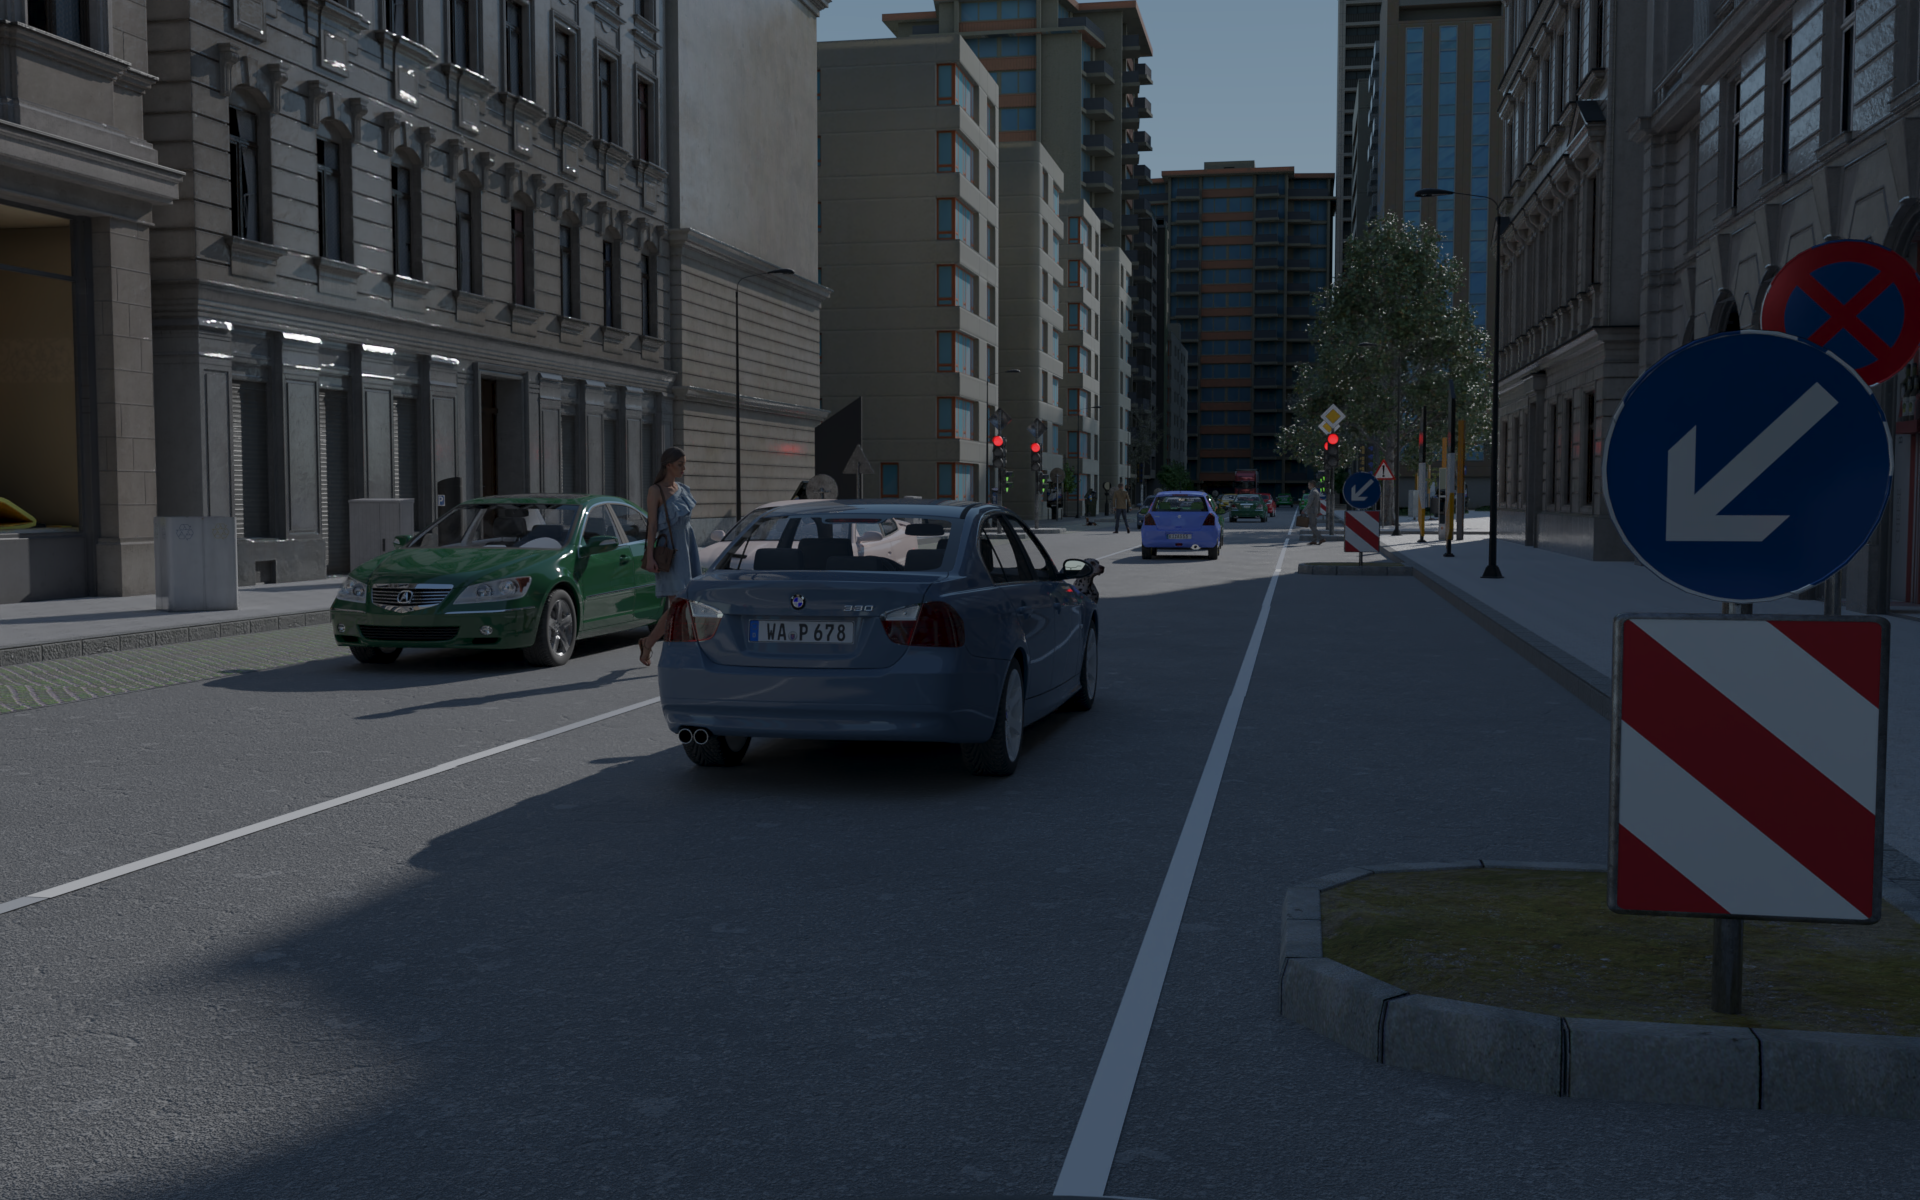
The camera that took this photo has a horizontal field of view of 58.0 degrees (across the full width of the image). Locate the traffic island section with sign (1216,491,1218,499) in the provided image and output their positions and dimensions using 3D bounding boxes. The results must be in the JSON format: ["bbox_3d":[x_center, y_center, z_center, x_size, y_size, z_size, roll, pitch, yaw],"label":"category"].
[{"bbox_3d":[28.068,-11.097,190.059,1.989,1.847,2.006,1,4,11],"label":"traffic island section with sign"}]

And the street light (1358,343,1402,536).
[{"bbox_3d":[12.903,-4.933,53.199,1.470,5.913,1.316,1,4,11],"label":"street light"}]

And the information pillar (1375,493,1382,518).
[{"bbox_3d":[21.294,-5.106,87.972,0.304,2.012,0.304,2,4,30],"label":"information pillar"}]

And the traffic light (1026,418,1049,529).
[{"bbox_3d":[2.839,-4.572,63.681,0.839,4.253,0.868,1,4,11],"label":"traffic light"}]

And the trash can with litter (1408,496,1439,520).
[{"bbox_3d":[22.875,-4.512,84.832,2.233,1.210,1.678,0,4,-7],"label":"trash can with litter"}]

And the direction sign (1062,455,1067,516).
[{"bbox_3d":[6.005,-6.549,99.073,0.379,3.537,0.876,0,4,6],"label":"direction sign"}]

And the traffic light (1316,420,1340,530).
[{"bbox_3d":[13.106,-4.450,61.677,0.839,4.253,0.868,1,4,11],"label":"traffic light"}]

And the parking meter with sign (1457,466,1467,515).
[{"bbox_3d":[30.921,-6.766,106.891,0.543,3.016,1.738,1,4,18],"label":"parking meter with sign"}]

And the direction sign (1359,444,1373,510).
[{"bbox_3d":[18.238,-5.251,77.855,0.876,3.537,0.379,-2,4,-33],"label":"direction sign"}]

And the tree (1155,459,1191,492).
[{"bbox_3d":[19.787,-10.815,160.538,4.285,4.588,4.351,0,3,0],"label":"tree"}]

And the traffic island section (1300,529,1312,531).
[{"bbox_3d":[13.143,-2.416,61.783,2.009,0.180,2.903,1,4,11],"label":"traffic island section"}]

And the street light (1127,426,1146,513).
[{"bbox_3d":[12.014,-8.912,118.257,1.470,5.913,1.316,1,4,11],"label":"street light"}]

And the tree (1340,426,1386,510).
[{"bbox_3d":[25.091,-9.630,107.813,4.360,8.622,3.978,0,3,0],"label":"tree"}]

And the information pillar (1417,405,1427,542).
[{"bbox_3d":[12.293,-3.346,46.057,0.183,3.616,0.504,0,4,3],"label":"information pillar"}]

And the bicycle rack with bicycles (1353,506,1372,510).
[{"bbox_3d":[28.576,-6.599,121.275,2.925,0.926,2.852,0,4,-5],"label":"bicycle rack with bicycles"}]

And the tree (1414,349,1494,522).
[{"bbox_3d":[22.947,-7.922,79.888,4.737,8.622,4.395,0,3,0],"label":"tree"}]

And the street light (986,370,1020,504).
[{"bbox_3d":[1.552,-5.647,64.867,1.470,5.913,1.316,1,4,11],"label":"street light"}]

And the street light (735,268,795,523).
[{"bbox_3d":[-4.090,-3.875,35.892,1.470,5.913,1.316,1,4,11],"label":"street light"}]

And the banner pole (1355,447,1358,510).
[{"bbox_3d":[19.332,-5.773,84.412,0.401,3.779,0.863,1,4,16],"label":"banner pole"}]

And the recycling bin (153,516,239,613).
[{"bbox_3d":[-8.470,-0.406,19.199,0.722,1.027,0.722,-3,4,-36],"label":"recycling bin"}]

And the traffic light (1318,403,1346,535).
[{"bbox_3d":[11.559,-3.971,53.843,0.839,4.253,0.868,1,4,11],"label":"traffic light"}]

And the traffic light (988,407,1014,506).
[{"bbox_3d":[1.292,-4.093,55.846,0.839,4.253,0.868,1,4,11],"label":"traffic light"}]

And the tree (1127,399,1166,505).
[{"bbox_3d":[13.886,-11.245,134.223,4.360,8.622,3.978,0,3,0],"label":"tree"}]

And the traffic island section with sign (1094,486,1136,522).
[{"bbox_3d":[7.924,-4.855,88.015,1.989,1.847,2.006,1,4,11],"label":"traffic island section with sign"}]

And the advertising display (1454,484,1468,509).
[{"bbox_3d":[33.471,-6.770,115.897,0.974,1.923,0.123,2,4,34],"label":"advertising display"}]

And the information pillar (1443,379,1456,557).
[{"bbox_3d":[9.988,-2.684,35.243,0.183,3.616,0.504,1,4,8],"label":"information pillar"}]

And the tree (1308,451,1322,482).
[{"bbox_3d":[44.582,-15.920,210.646,4.737,8.622,4.395,0,3,0],"label":"tree"}]

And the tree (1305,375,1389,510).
[{"bbox_3d":[30.884,-12.828,135.495,9.928,11.665,9.643,0,3,0],"label":"tree"}]

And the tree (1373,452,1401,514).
[{"bbox_3d":[19.320,-5.184,79.353,1.663,3.219,1.824,0,3,0],"label":"tree"}]

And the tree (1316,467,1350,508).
[{"bbox_3d":[35.646,-11.135,165.769,4.285,4.588,4.351,0,3,0],"label":"tree"}]

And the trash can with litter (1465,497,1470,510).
[{"bbox_3d":[38.811,-7.424,132.766,0.624,1.170,1.055,1,4,8],"label":"trash can with litter"}]

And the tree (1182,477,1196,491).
[{"bbox_3d":[25.266,-11.908,189.289,1.663,3.219,1.824,0,3,0],"label":"tree"}]

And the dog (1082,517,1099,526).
[{"bbox_3d":[5.862,-3.520,77.745,0.550,0.427,0.748,-2,4,-35],"label":"dog"}]

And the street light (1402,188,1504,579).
[{"bbox_3d":[7.600,-3.293,26.386,1.470,5.913,1.316,1,4,11],"label":"street light"}]

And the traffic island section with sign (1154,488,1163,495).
[{"bbox_3d":[13.176,-6.483,114.632,1.989,1.847,2.006,1,4,11],"label":"traffic island section with sign"}]

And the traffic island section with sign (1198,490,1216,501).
[{"bbox_3d":[22.860,-9.479,163.610,1.989,1.847,2.006,1,4,11],"label":"traffic island section with sign"}]

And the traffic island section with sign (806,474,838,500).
[{"bbox_3d":[-2.794,-1.537,33.763,1.989,1.847,2.006,1,4,11],"label":"traffic island section with sign"}]

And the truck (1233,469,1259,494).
[{"bbox_3d":[32.494,-12.688,196.361,2.839,4.237,11.283,1,4,11],"label":"truck"}]

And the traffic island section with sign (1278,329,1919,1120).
[{"bbox_3d":[1.941,0.223,4.976,1.989,1.847,2.006,1,4,11],"label":"traffic island section with sign"}]

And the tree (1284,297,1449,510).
[{"bbox_3d":[23.512,-11.417,97.036,12.009,13.543,11.850,0,3,0],"label":"tree"}]

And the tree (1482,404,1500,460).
[{"bbox_3d":[36.323,-10.150,116.319,4.360,8.622,3.978,0,3,0],"label":"tree"}]

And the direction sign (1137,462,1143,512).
[{"bbox_3d":[12.872,-8.075,124.020,0.379,3.537,0.876,-1,4,-21],"label":"direction sign"}]

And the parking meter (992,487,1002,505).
[{"bbox_3d":[1.417,-3.558,66.584,0.372,1.533,0.369,0,3,0],"label":"parking meter"}]

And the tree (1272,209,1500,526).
[{"bbox_3d":[17.512,-9.355,69.956,9.611,12.733,9.660,0,3,0],"label":"tree"}]

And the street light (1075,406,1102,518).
[{"bbox_3d":[6.784,-7.280,91.562,1.470,5.913,1.316,1,4,11],"label":"street light"}]

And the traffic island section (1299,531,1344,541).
[{"bbox_3d":[11.596,-1.937,53.949,2.009,0.180,2.903,1,4,11],"label":"traffic island section"}]

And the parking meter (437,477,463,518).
[{"bbox_3d":[-7.585,-1.064,25.807,0.372,1.533,0.369,0,3,0],"label":"parking meter"}]

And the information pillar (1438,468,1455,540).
[{"bbox_3d":[13.503,-2.665,48.066,0.304,2.012,0.304,-2,4,-27],"label":"information pillar"}]

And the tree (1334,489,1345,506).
[{"bbox_3d":[41.351,-11.840,188.189,1.663,3.219,1.824,0,3,0],"label":"tree"}]

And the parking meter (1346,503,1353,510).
[{"bbox_3d":[25.766,-6.658,114.567,0.399,1.863,0.255,2,4,31],"label":"parking meter"}]

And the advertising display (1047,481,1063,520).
[{"bbox_3d":[4.761,-4.994,86.869,0.974,1.923,0.123,3,5,42],"label":"advertising display"}]

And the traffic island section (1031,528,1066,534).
[{"bbox_3d":[2.802,-2.541,63.823,2.009,0.180,2.903,1,4,11],"label":"traffic island section"}]

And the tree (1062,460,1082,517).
[{"bbox_3d":[6.077,-6.236,96.559,1.663,3.219,1.824,0,3,0],"label":"tree"}]
